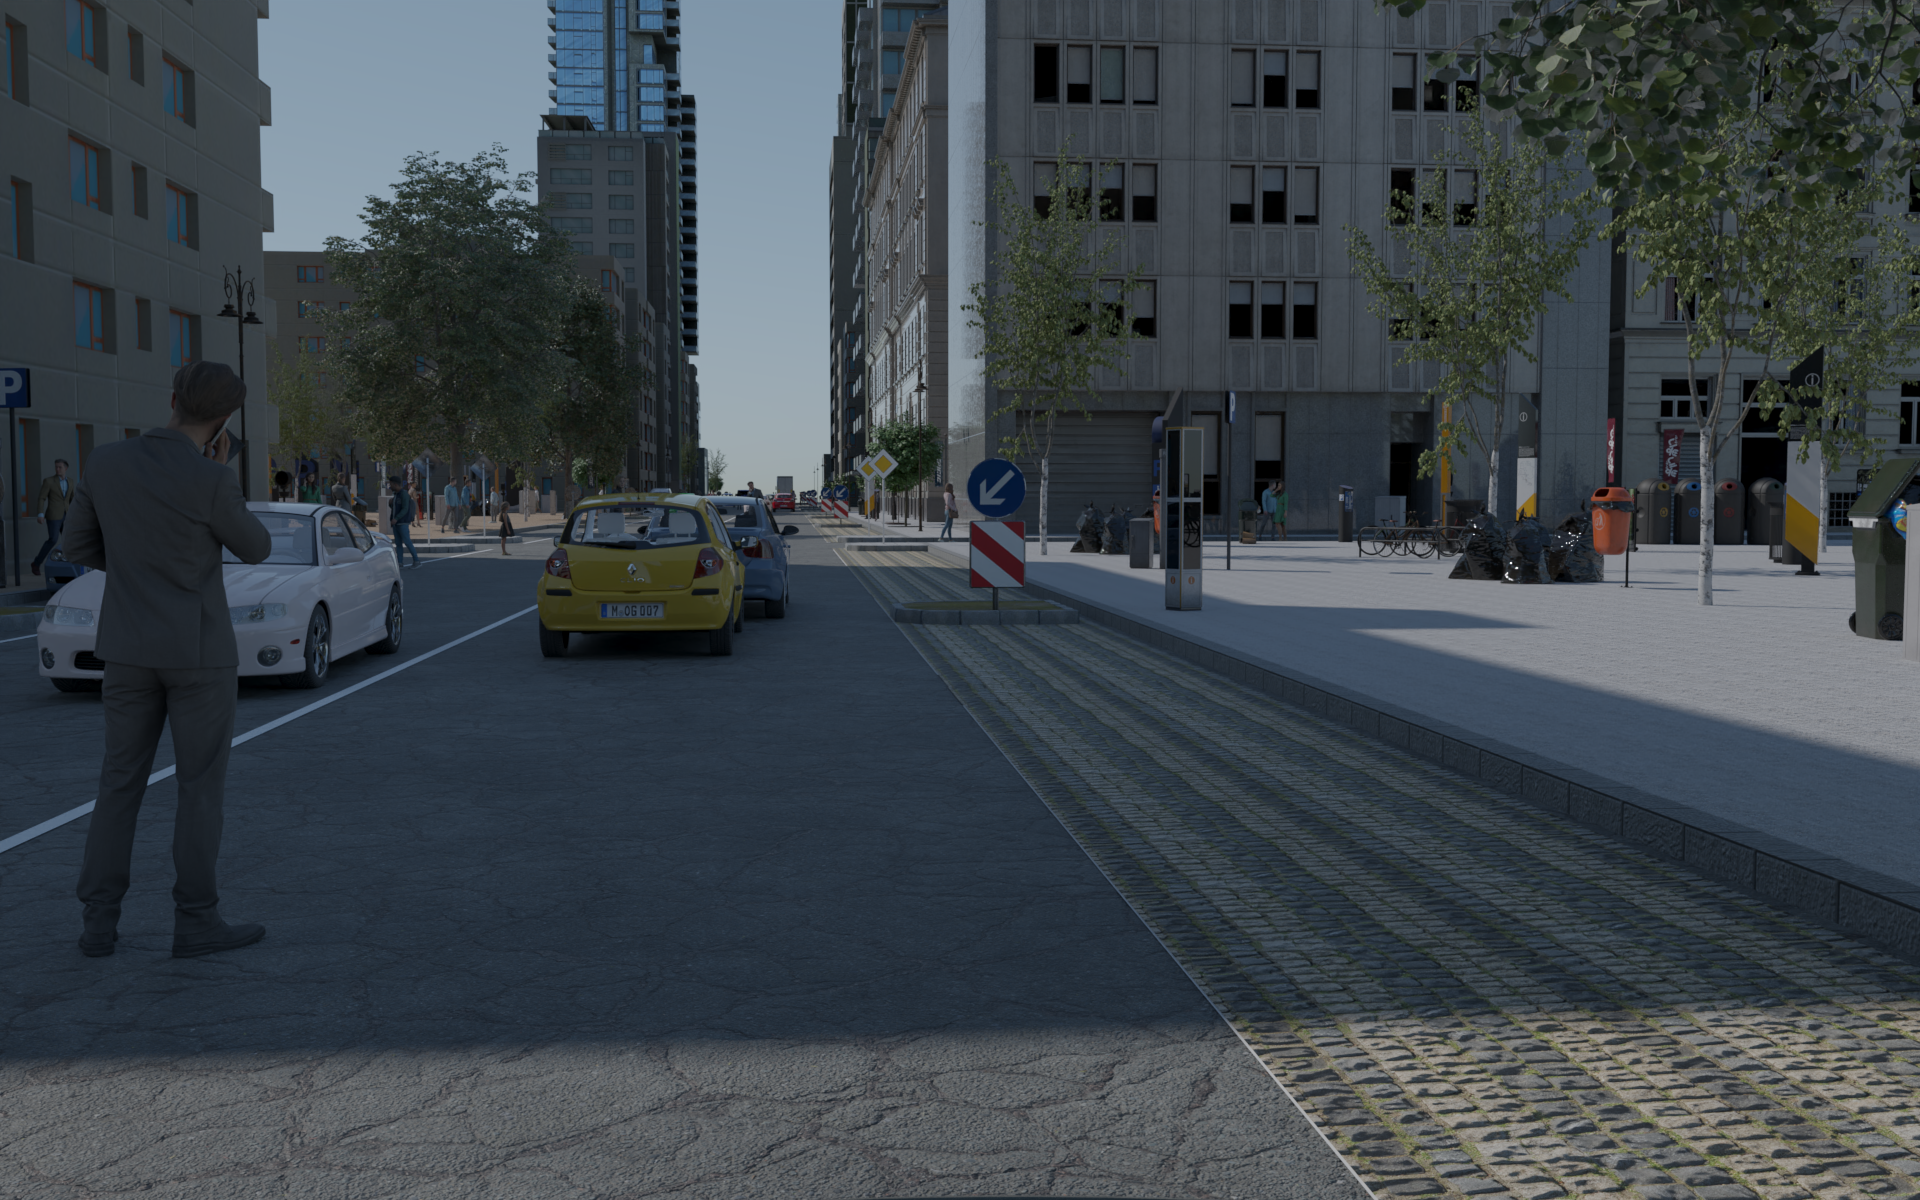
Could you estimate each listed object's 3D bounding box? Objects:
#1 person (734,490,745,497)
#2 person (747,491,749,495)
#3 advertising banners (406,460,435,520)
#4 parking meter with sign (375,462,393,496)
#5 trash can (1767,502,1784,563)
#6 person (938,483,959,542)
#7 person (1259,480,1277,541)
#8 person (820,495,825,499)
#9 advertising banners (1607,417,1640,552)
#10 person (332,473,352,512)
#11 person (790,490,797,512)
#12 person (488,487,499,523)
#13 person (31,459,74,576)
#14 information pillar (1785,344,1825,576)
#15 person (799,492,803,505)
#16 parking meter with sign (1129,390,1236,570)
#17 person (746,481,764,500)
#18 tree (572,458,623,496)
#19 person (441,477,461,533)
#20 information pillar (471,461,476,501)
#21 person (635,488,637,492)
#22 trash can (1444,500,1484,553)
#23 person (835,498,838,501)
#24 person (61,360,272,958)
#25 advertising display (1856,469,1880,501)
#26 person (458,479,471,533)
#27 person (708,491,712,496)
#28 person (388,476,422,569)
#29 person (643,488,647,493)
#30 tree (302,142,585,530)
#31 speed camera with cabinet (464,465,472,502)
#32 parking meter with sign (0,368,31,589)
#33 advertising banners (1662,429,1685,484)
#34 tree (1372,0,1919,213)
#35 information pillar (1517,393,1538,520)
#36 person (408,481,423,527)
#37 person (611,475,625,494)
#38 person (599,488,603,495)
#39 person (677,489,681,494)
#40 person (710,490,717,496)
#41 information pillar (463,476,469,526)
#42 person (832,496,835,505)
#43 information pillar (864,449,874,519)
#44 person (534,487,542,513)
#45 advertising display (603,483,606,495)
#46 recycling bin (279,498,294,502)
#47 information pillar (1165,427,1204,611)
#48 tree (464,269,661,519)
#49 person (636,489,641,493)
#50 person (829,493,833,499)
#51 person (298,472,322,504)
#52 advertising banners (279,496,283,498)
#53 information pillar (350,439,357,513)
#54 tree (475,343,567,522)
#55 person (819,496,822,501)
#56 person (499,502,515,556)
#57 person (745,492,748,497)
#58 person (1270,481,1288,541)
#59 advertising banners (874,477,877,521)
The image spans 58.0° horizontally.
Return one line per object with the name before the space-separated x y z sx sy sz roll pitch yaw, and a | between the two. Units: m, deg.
person | -20.108 -9.129 157.777 1.348 1.821 0.705 -1 4 -13
person | -25.987 -12.537 213.492 0.705 1.823 1.348 -2 4 -29
advertising banners | -26.731 -5.477 85.729 2.074 3.025 0.090 2 4 34
parking meter with sign | -30.996 -5.954 93.604 0.543 3.016 1.738 -3 5 -41
trash can | 15.422 -1.261 32.278 0.748 1.137 0.748 0 3 0
person | -0.356 -2.499 49.950 0.643 1.750 0.593 -1 4 -16
person | 9.207 -2.639 51.509 0.638 1.841 0.748 -1 4 -20
person | -19.557 -14.787 248.514 1.217 1.736 0.721 -2 4 -33
advertising banners | 14.910 -2.620 39.017 0.090 3.025 2.074 0 4 2
person | -14.798 -2.160 41.639 0.520 1.790 0.573 1 4 11
person | -13.606 -8.078 141.247 0.551 1.740 0.621 -1 4 -9
person | -20.683 -4.218 76.825 0.330 1.601 0.589 1 4 20
person | -14.260 -1.307 27.319 0.836 1.842 0.656 0 4 -7
information pillar | 13.306 -2.196 27.263 0.504 3.616 0.183 2 4 33
person | -19.835 -12.680 216.624 0.742 1.727 0.445 3 5 41
parking meter with sign | 3.776 -2.037 29.567 1.738 3.016 0.543 1 4 19
person | -6.660 -2.931 56.220 0.655 1.846 0.447 1 4 19
tree | -21.639 -7.283 102.784 4.285 4.588 4.351 0 3 0
person | -16.612 -3.097 56.535 0.748 1.841 0.638 3 4 38
information pillar | -34.773 -8.106 123.893 0.183 3.616 0.504 1 4 12
person | -25.499 -7.962 137.014 0.721 1.735 1.217 -1 4 -9
trash can | 10.865 -1.586 37.585 0.748 1.137 0.748 0 3 0
person | -11.270 -9.138 156.251 0.742 1.727 0.445 2 4 31
person | -2.495 0.173 5.477 0.655 1.846 0.447 0 4 4
advertising display | 23.264 -2.389 44.274 0.123 1.923 0.974 0 4 -8
person | -16.453 -3.131 57.581 0.444 1.785 0.601 0 4 -3
person | -28.499 -11.566 197.547 0.705 1.831 1.348 3 5 39
person | -10.702 -1.487 33.155 0.623 1.781 0.721 3 5 40
person | -26.170 -8.447 144.145 0.705 1.826 1.348 0 4 2
tree | -18.364 -9.530 62.478 9.857 13.997 8.962 0 3 0
speed camera with cabinet | -34.721 -7.812 122.057 0.660 3.252 2.038 -1 4 -15
parking meter with sign | -13.283 -1.650 23.232 0.543 3.016 1.738 1 4 11
advertising banners | 18.408 -3.093 46.757 2.074 3.025 0.090 2 4 28
tree | 4.058 -5.971 4.285 9.857 13.997 8.962 0 3 0
information pillar | 13.066 -2.972 39.940 0.183 3.616 0.504 -2 4 -34
person | -21.009 -3.694 66.781 0.599 1.781 0.374 3 5 43
person | -6.602 -1.451 32.439 0.699 1.804 1.509 1 4 21
person | -23.735 -6.653 115.050 0.641 1.798 0.478 1 4 20
person | -29.458 -10.773 182.310 1.348 1.807 0.705 1 4 18
person | -16.064 -6.333 112.875 0.563 1.720 0.643 0 4 3
information pillar | -19.773 -3.951 69.090 0.304 2.012 0.304 -1 4 -9
person | -11.551 -9.286 161.098 0.697 1.427 0.421 2 4 34
information pillar | -4.633 -5.938 88.442 0.504 3.616 0.183 -1 4 -9
person | -27.179 -6.425 111.320 0.641 1.798 0.478 -1 4 -13
advertising display | -20.294 -5.730 98.904 0.123 1.923 0.974 -1 4 -9
recycling bin | -41.813 -5.816 107.641 0.722 1.027 0.722 0 3 0
information pillar | 2.470 -0.892 19.083 0.304 2.012 0.304 -2 4 -29
tree | -20.028 -10.480 88.359 9.611 12.733 9.660 0 3 0
person | -24.823 -7.753 133.729 0.541 1.710 0.530 0 4 -4
person | -14.889 -11.737 198.659 1.217 1.736 0.721 1 4 11
person | -15.067 -2.074 40.195 0.529 1.795 0.600 3 5 44
advertising banners | -44.764 -7.099 112.253 2.074 3.025 0.090 -1 4 -10
information pillar | -25.799 -5.037 73.712 0.183 3.616 0.504 0 4 -3
tree | -20.485 -7.959 80.495 4.737 8.622 4.395 0 3 0
person | -20.313 -14.999 254.472 0.799 1.438 0.628 0 4 -6
person | -10.594 -1.670 40.470 0.373 1.253 0.362 -1 4 -11
person | -28.128 -13.451 228.872 0.568 1.767 0.683 3 4 36
person | 9.273 -2.515 49.864 0.529 1.795 0.600 -2 4 -32
advertising banners | -3.968 -5.203 81.253 0.090 3.025 2.074 0 4 0
